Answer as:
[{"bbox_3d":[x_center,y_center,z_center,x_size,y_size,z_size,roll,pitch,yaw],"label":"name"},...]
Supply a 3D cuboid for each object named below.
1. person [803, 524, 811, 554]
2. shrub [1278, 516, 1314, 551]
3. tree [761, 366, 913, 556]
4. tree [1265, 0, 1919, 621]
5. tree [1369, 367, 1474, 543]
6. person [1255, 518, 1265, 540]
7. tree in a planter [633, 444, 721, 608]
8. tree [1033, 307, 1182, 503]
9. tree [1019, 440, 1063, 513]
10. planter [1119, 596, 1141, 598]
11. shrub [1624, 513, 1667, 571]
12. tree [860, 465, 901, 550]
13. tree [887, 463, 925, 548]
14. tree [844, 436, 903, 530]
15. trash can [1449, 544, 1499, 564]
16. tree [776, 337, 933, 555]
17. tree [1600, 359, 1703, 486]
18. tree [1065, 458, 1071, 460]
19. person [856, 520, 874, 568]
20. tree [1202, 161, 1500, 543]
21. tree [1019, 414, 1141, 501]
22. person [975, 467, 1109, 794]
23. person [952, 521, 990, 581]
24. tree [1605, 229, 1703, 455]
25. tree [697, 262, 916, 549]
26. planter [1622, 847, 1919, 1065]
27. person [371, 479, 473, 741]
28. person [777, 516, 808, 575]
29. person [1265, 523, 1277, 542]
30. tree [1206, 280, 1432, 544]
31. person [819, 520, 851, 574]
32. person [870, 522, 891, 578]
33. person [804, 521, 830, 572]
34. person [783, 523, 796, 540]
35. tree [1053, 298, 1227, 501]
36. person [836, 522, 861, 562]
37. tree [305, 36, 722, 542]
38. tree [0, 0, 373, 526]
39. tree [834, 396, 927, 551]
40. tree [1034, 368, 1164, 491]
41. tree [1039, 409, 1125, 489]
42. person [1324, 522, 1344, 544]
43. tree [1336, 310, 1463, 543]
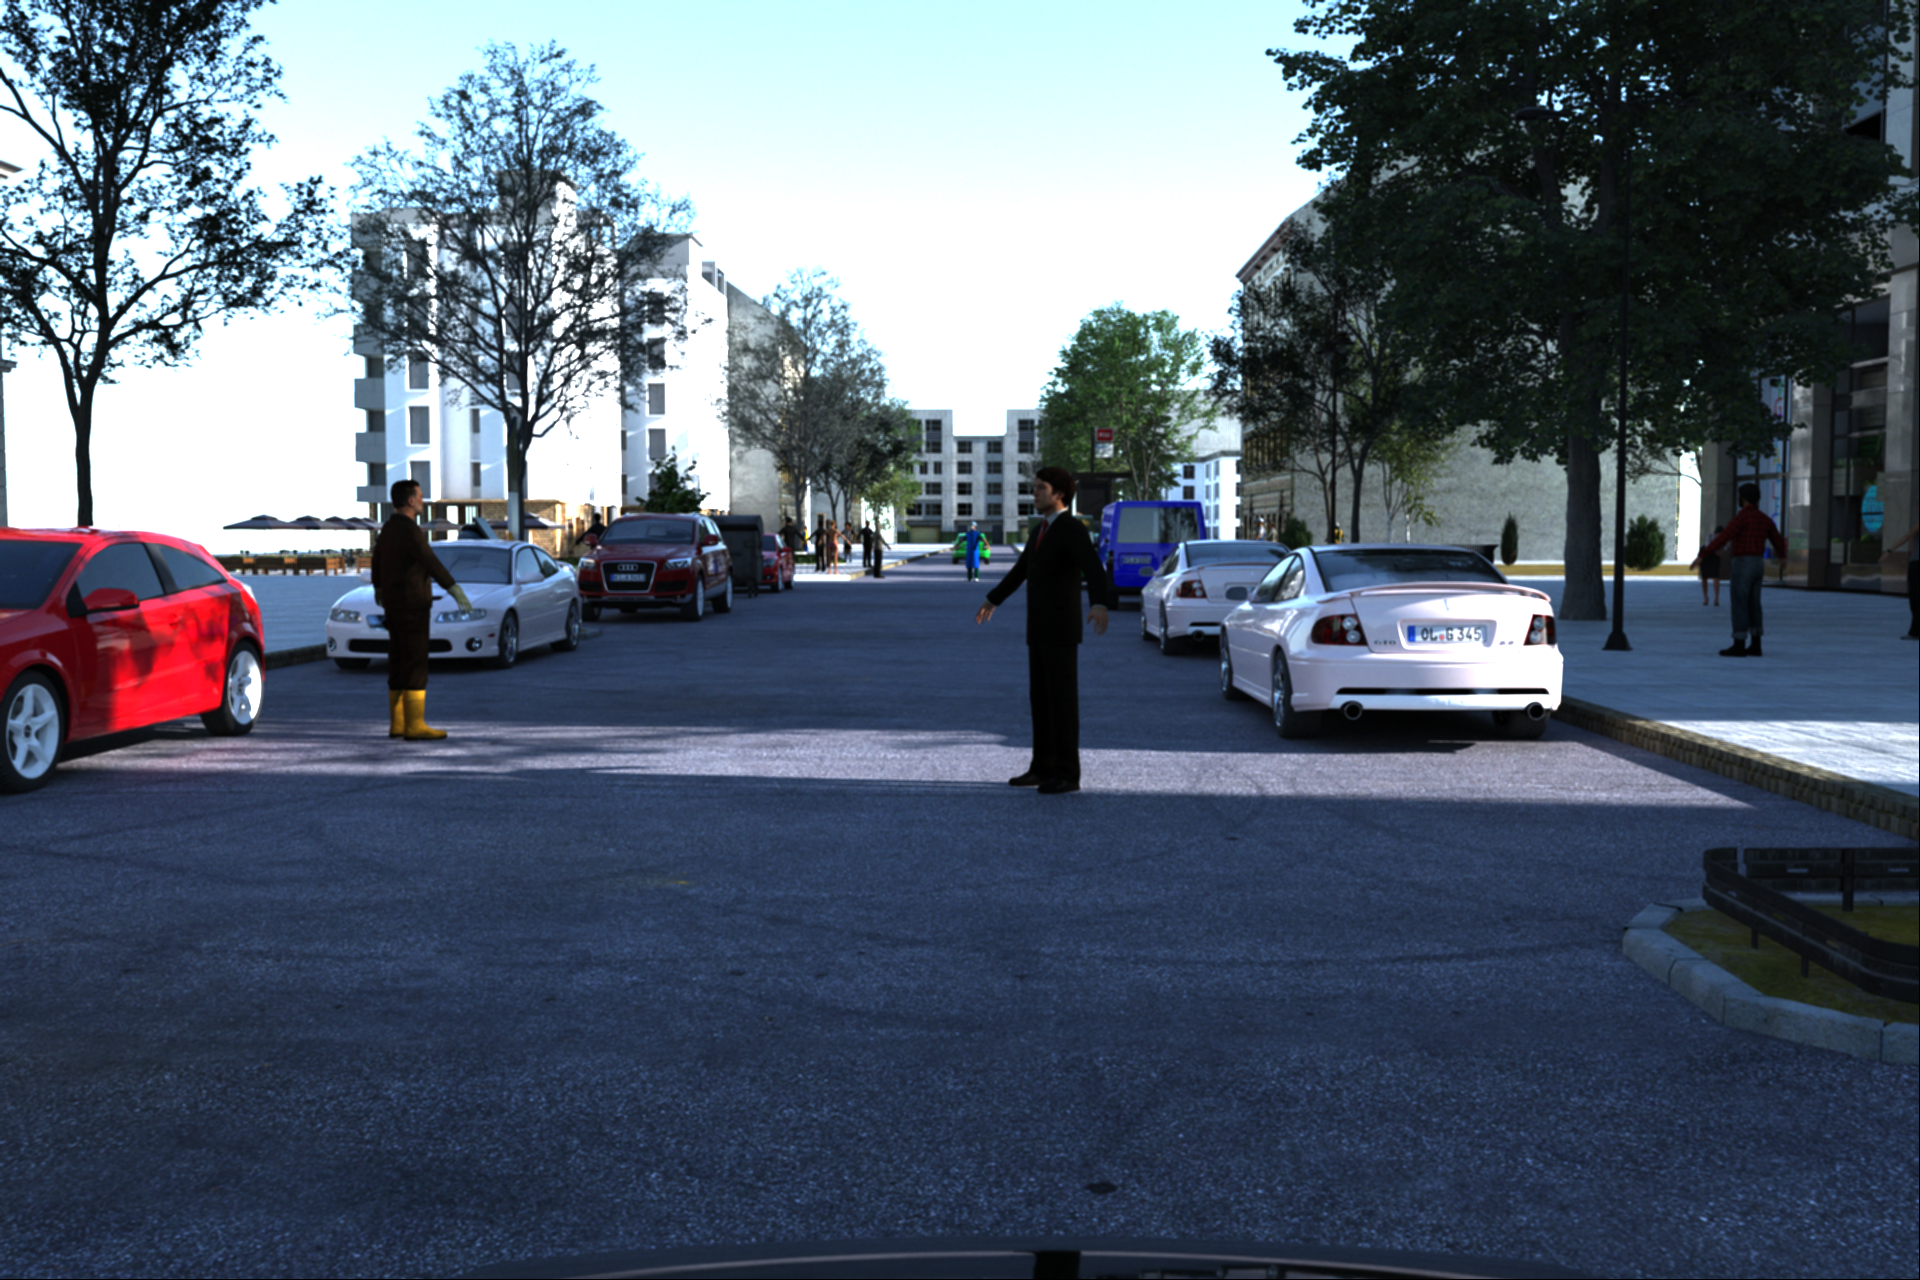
[{"bbox_3d":[-7.370,-4.724,83.698,0.721,1.772,1.216,0,4,7],"label":"person"},{"bbox_3d":[14.157,-4.227,73.148,1.661,2.075,1.752,0,3,0],"label":"shrub"},{"bbox_3d":[-6.725,-9.780,94.318,8.767,10.594,7.601,0,4,-3],"label":"tree"},{"bbox_3d":[9.388,-7.266,25.448,9.857,13.997,8.962,0,3,0],"label":"tree"},{"bbox_3d":[18.728,-7.494,72.888,4.360,8.622,3.978,0,3,0],"label":"tree"},{"bbox_3d":[10.388,-3.322,60.175,0.705,1.847,1.347,1,4,18],"label":"person"},{"bbox_3d":[-5.735,-2.275,34.422,1.991,3.239,1.994,0,4,1],"label":"tree in a planter"},{"bbox_3d":[7.313,-10.337,87.133,7.486,12.596,7.792,0,3,0],"label":"tree"},{"bbox_3d":[9.862,-13.679,158.069,8.767,10.594,7.601,-3,4,-38],"label":"tree"},{"bbox_3d":[4.045,-1.136,39.715,1.991,0.319,1.994,0,4,1],"label":"planter"},{"bbox_3d":[23.867,-3.430,60.495,1.690,2.028,1.600,0,3,0],"label":"shrub"},{"bbox_3d":[-6.409,-11.808,143.427,4.737,8.622,4.395,0,3,0],"label":"tree"},{"bbox_3d":[-5.555,-12.477,154.365,4.737,8.622,4.395,0,3,0],"label":"tree"},{"bbox_3d":[-6.318,-10.433,120.948,4.737,8.622,4.395,0,3,0],"label":"tree"},{"bbox_3d":[6.932,-0.727,23.547,0.748,1.137,0.748,0,3,0],"label":"trash can"},{"bbox_3d":[-6.935,-12.010,106.728,12.009,13.543,11.850,0,3,0],"label":"tree"},{"bbox_3d":[28.996,-8.129,67.315,8.767,10.594,7.601,-2,4,-26],"label":"tree"},{"bbox_3d":[8.992,-10.902,128.613,4.737,8.622,4.395,0,3,0],"label":"tree"},{"bbox_3d":[-3.521,-3.668,66.189,1.346,1.802,0.704,-3,5,-45],"label":"person"},{"bbox_3d":[9.733,-6.648,43.102,8.767,10.594,7.601,2,4,29],"label":"tree"},{"bbox_3d":[9.844,-14.095,140.816,12.009,13.543,11.850,0,3,0],"label":"tree"},{"bbox_3d":[0.498,-0.066,9.722,0.705,1.806,1.347,-2,4,-28],"label":"person"},{"bbox_3d":[0.376,-2.711,52.915,1.347,1.817,0.704,2,4,31],"label":"person"},{"bbox_3d":[23.852,-7.850,54.101,9.928,11.665,9.643,0,3,0],"label":"tree"},{"bbox_3d":[-7.239,-10.259,78.097,12.009,13.543,11.850,0,3,0],"label":"tree"},{"bbox_3d":[3.239,0.957,5.487,1.991,0.319,1.994,0,4,2],"label":"planter"},{"bbox_3d":[-3.831,-0.215,12.114,0.704,1.812,1.346,-3,5,-43],"label":"person"},{"bbox_3d":[-5.361,-2.950,54.171,1.347,1.837,0.705,-2,4,-27],"label":"person"},{"bbox_3d":[14.793,-4.645,82.219,0.705,1.796,1.348,2,4,34],"label":"person"},{"bbox_3d":[13.504,-7.880,63.255,8.767,10.594,7.601,-1,4,-18],"label":"tree"},{"bbox_3d":[-4.040,-2.985,55.615,1.217,1.733,0.721,2,4,29],"label":"person"},{"bbox_3d":[-2.641,-2.924,56.394,0.705,1.813,1.348,-2,4,-28],"label":"person"},{"bbox_3d":[-4.797,-3.188,58.838,1.216,1.740,0.721,-3,5,-41],"label":"person"},{"bbox_3d":[-8.527,-5.095,89.090,1.354,1.856,0.705,-3,5,-44],"label":"person"},{"bbox_3d":[7.931,-9.175,75.762,9.928,11.665,9.643,0,3,0],"label":"tree"},{"bbox_3d":[-5.140,-4.462,79.092,1.345,1.843,0.704,1,4,17],"label":"person"},{"bbox_3d":[-10.920,-8.103,42.851,12.009,13.543,11.850,0,3,0],"label":"tree"},{"bbox_3d":[-11.541,-5.364,22.107,8.767,10.594,7.601,1,4,13],"label":"tree"},{"bbox_3d":[-6.307,-12.564,131.170,9.928,11.665,9.643,0,3,0],"label":"tree"},{"bbox_3d":[8.456,-10.921,104.317,9.928,11.665,9.643,0,3,0],"label":"tree"},{"bbox_3d":[8.603,-11.312,119.358,7.601,10.594,8.767,-3,5,-39],"label":"tree"},{"bbox_3d":[17.680,-4.636,81.564,1.354,1.858,0.705,-3,5,-39],"label":"person"},{"bbox_3d":[13.909,-6.409,55.147,4.737,8.622,4.395,0,3,0],"label":"tree"}]
